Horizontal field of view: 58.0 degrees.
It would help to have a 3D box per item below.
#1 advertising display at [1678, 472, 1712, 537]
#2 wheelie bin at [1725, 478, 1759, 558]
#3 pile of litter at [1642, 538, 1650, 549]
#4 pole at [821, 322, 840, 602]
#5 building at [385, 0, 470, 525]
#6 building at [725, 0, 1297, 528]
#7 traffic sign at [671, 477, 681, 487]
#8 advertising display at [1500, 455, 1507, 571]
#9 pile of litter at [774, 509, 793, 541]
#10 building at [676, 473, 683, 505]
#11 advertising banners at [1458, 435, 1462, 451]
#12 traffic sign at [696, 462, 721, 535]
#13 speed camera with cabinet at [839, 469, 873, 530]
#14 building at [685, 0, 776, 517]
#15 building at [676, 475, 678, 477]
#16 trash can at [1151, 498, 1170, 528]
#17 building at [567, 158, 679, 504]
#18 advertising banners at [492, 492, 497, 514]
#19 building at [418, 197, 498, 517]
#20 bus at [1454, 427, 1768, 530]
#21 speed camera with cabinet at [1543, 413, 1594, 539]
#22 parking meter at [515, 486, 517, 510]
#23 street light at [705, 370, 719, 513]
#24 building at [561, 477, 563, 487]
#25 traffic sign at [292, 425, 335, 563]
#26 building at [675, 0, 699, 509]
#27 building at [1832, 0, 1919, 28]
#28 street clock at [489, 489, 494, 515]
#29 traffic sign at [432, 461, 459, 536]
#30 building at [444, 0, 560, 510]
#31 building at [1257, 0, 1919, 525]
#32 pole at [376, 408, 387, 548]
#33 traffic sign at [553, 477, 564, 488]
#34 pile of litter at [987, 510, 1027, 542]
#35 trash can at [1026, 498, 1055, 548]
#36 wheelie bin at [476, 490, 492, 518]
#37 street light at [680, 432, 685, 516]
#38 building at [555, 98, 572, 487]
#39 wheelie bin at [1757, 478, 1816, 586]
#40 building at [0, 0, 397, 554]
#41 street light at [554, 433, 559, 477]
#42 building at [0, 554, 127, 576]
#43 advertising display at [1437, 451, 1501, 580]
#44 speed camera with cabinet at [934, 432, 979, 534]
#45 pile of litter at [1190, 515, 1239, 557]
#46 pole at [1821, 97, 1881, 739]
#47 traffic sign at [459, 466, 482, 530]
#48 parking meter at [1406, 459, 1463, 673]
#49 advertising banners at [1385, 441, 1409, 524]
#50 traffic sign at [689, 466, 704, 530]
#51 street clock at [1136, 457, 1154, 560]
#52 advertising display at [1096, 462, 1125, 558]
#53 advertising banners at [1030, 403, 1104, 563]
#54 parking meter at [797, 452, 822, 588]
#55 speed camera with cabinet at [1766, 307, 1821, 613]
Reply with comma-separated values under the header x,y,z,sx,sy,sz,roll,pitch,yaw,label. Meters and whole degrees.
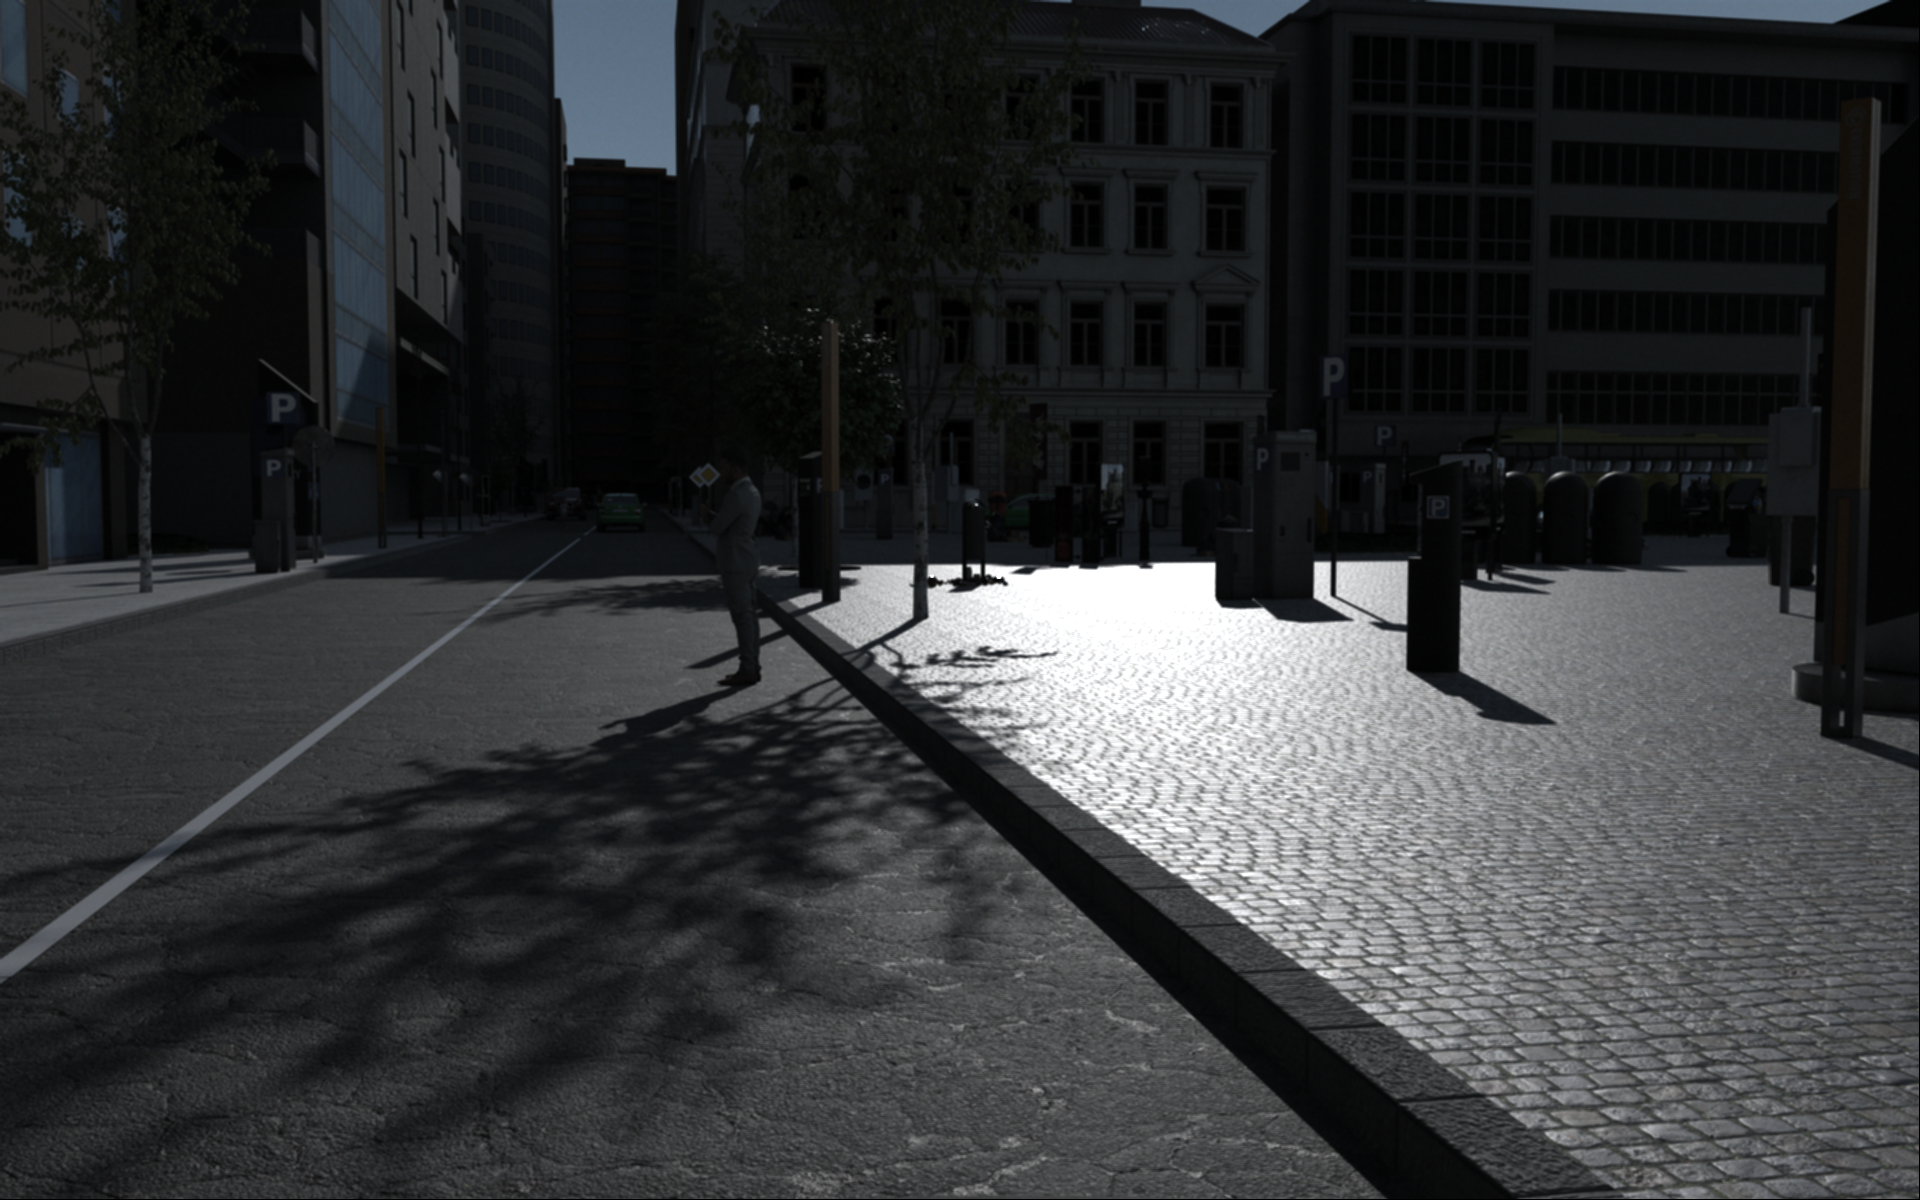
x,y,z,sx,sy,sz,roll,pitch,yaw,label
21.826,-2.829,51.461,0.974,1.923,0.123,0,4,-5,advertising display
15.977,-1.662,35.089,0.693,1.594,0.980,-1,4,-18,wheelie bin
15.441,-1.604,40.190,1.719,0.858,1.176,-2,4,-29,pile of litter
-1.543,-1.639,20.647,0.158,3.312,0.155,0,3,0,pole
-35.586,-29.458,70.876,28.713,52.752,27.495,-1,4,-10,building
1.433,-14.323,70.344,21.152,22.565,11.583,-1,4,-10,building
-16.850,-6.164,102.915,0.606,2.300,0.079,0,4,-2,traffic sign
8.786,-1.421,28.442,0.123,1.923,0.974,2,4,30,advertising display
-4.486,-2.112,48.497,1.719,0.858,1.176,-3,4,-37,pile of litter
-23.263,-46.628,200.614,20.563,71.187,20.611,-1,4,-10,building
15.269,-3.440,52.435,0.090,3.025,2.074,2,4,28,advertising banners
-7.944,-3.124,54.726,0.795,2.450,0.064,-1,4,-10,traffic sign
-4.212,-4.186,62.782,2.038,3.252,0.660,-1,4,-11,speed camera with cabinet
-10.192,-19.896,102.796,11.434,29.767,29.804,-1,4,-10,building
-16.916,-34.063,176.544,23.786,49.044,30.456,-1,4,-10,building
7.549,-3.282,65.315,0.748,1.137,0.748,0,3,0,trash can
-47.974,-35.114,228.744,28.867,44.769,22.147,-1,4,-10,building
-29.477,-6.941,109.674,0.090,3.025,2.074,-2,4,-25,advertising banners
-44.124,-16.022,106.995,27.650,21.520,28.899,-1,4,-10,building
24.416,-4.480,64.795,12.252,3.916,2.896,-1,4,-9,bus
15.409,-2.942,42.441,2.038,3.252,0.660,2,4,27,speed camera with cabinet
-32.886,-7.460,127.677,0.255,1.863,0.399,0,4,6,parking meter
-9.196,-5.602,64.385,0.468,5.910,1.993,-1,4,-10,street light
-56.183,-29.313,171.147,32.217,40.220,23.993,-1,4,-10,building
-11.992,-1.960,32.151,0.768,2.556,0.104,-1,4,-9,traffic sign
-17.982,-30.807,153.797,14.600,45.320,14.200,-1,4,-10,building
49.383,-15.338,80.454,15.834,23.373,12.332,-1,4,-10,building
-29.214,-6.321,107.921,0.358,2.002,0.471,-3,5,-41,street clock
-15.809,-3.037,53.295,0.795,2.450,0.064,-1,4,-10,traffic sign
-45.471,-36.939,145.947,21.231,58.520,28.212,-1,4,-10,building
26.703,-15.768,76.878,30.058,24.678,14.314,-1,4,-10,building
-13.709,-2.885,41.021,0.158,3.312,0.155,0,3,0,pole
-30.115,-7.942,129.960,0.768,2.556,0.104,-1,4,-8,traffic sign
1.273,-2.015,46.912,1.176,0.858,1.719,2,4,24,pile of litter
1.963,-1.836,41.672,0.748,1.137,0.748,0,3,0,trash can
-25.852,-5.265,93.985,0.693,1.594,0.980,0,4,3,wheelie bin
-16.052,-7.805,100.404,0.468,5.910,1.993,-1,4,-10,street light
-55.308,-34.959,195.285,21.600,48.544,21.300,-1,4,-10,building
11.686,-1.007,24.376,0.693,1.594,0.980,1,4,20,wheelie bin
-23.381,-24.157,45.075,14.200,45.320,14.600,-1,4,-10,building
-30.722,-9.725,131.786,0.468,5.910,1.993,-1,4,-10,street light
-21.812,-22.951,25.366,14.600,45.320,14.200,-1,4,-10,building
7.623,-1.277,26.090,0.123,1.923,0.974,-3,5,-41,advertising display
-0.102,-3.785,56.221,0.660,3.252,2.038,2,4,30,speed camera with cabinet
5.631,-1.339,35.854,1.719,0.858,1.176,0,4,8,pile of litter
4.671,-0.932,9.079,0.158,3.312,0.155,0,3,0,pole
-17.263,-3.517,61.147,0.795,2.450,0.064,-1,4,-10,traffic sign
3.443,-0.254,12.567,0.372,1.533,0.369,0,3,0,parking meter
14.558,-3.783,58.040,0.090,3.025,2.074,-1,4,-10,advertising banners
-9.399,-3.605,62.578,0.795,2.450,0.064,-1,4,-10,traffic sign
3.573,-1.770,33.511,0.358,2.002,0.471,0,4,3,street clock
3.033,-1.820,34.971,0.123,1.923,0.974,2,4,35,advertising display
1.989,-2.237,32.755,0.090,3.025,2.074,-3,4,-38,advertising banners
-2.010,-1.097,23.653,0.255,1.863,0.399,2,4,33,parking meter
9.527,-1.449,18.020,0.660,3.252,2.038,-3,4,-36,speed camera with cabinet
